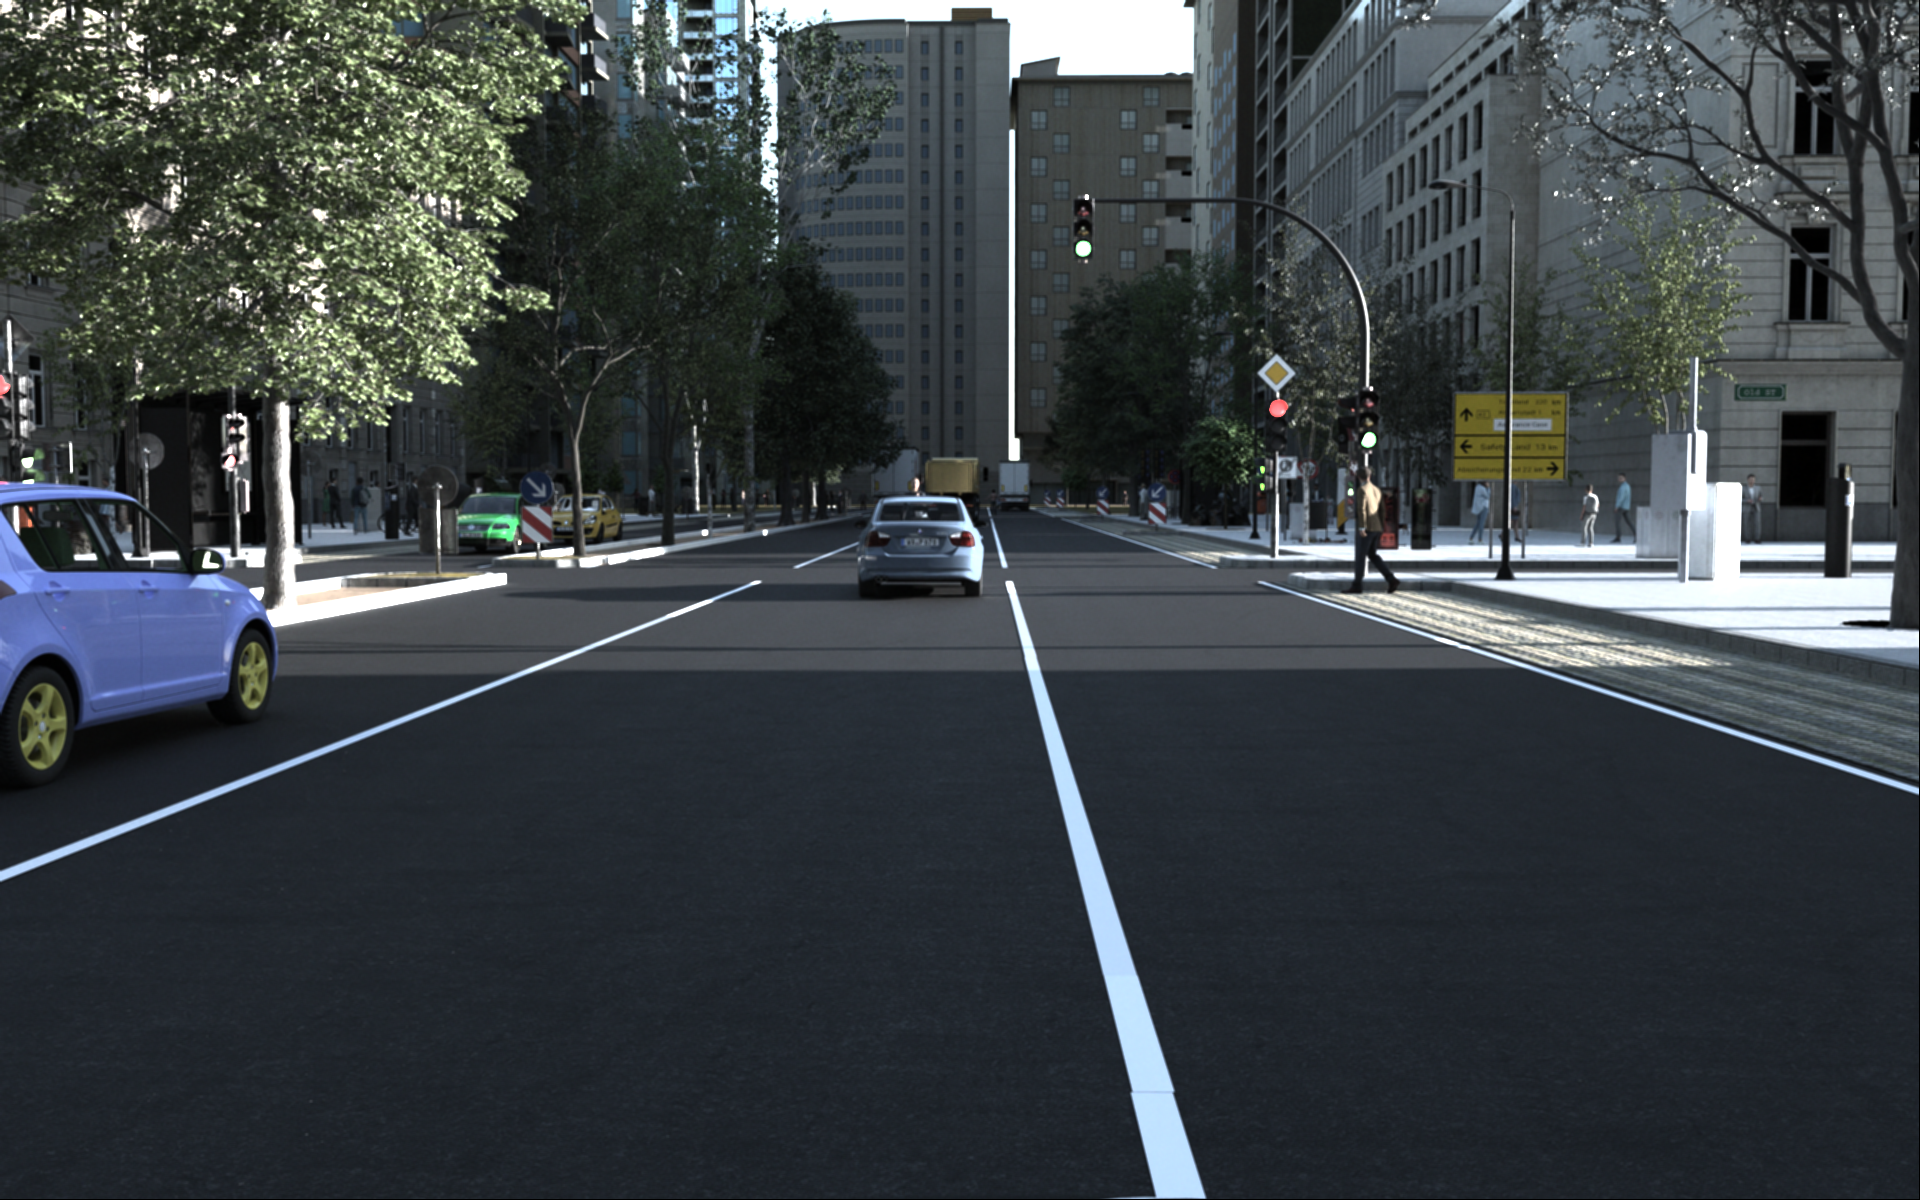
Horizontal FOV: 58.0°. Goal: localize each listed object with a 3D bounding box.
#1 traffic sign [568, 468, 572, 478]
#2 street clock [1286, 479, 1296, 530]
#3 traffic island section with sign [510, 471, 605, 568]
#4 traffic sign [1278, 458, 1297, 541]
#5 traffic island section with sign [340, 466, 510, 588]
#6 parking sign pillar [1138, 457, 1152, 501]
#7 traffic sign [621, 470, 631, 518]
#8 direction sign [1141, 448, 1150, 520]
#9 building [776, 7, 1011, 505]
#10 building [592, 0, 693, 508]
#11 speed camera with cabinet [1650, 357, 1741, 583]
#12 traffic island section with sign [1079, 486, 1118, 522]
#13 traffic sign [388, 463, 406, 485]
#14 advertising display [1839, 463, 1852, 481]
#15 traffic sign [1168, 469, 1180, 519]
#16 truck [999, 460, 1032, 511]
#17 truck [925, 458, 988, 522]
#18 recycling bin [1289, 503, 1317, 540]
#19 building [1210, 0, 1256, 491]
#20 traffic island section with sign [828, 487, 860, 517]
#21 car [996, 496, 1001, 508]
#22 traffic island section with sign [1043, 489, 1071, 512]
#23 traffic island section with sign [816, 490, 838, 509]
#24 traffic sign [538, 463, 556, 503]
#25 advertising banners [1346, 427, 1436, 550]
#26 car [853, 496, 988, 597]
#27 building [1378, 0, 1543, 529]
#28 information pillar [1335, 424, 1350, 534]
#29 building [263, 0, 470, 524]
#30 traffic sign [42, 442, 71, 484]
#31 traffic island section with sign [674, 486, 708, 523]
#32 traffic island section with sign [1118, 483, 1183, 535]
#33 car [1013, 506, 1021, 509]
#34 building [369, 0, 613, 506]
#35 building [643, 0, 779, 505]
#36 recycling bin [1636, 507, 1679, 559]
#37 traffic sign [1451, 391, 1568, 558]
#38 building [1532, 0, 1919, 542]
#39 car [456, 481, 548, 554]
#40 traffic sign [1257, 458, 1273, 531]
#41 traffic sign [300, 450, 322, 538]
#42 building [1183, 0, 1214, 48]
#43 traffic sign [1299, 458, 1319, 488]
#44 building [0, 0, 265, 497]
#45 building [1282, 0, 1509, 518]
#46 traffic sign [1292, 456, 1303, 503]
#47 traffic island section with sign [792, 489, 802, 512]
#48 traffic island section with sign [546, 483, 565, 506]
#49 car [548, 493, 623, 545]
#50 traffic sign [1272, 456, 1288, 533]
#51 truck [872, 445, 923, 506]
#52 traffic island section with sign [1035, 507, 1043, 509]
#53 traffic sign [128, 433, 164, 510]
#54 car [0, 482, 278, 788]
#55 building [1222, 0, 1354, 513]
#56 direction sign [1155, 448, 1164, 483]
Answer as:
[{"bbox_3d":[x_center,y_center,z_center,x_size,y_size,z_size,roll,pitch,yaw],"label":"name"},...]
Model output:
[{"bbox_3d":[-17.959,-4.949,81.015,0.768,2.556,0.104,0,4,3],"label":"traffic sign"},{"bbox_3d":[11.878,-3.530,62.288,0.358,2.002,0.471,-1,4,-14],"label":"street clock"},{"bbox_3d":[-8.307,-1.624,34.688,2.006,1.907,1.989,0,4,1],"label":"traffic island section with sign"},{"bbox_3d":[8.948,-2.783,47.629,0.606,2.300,0.079,0,4,7],"label":"traffic sign"},{"bbox_3d":[-8.420,-1.171,27.282,2.006,1.907,1.989,0,4,1],"label":"traffic island section with sign"},{"bbox_3d":[11.315,-7.327,108.275,1.447,3.967,1.447,3,4,36],"label":"parking sign pillar"},{"bbox_3d":[-18.205,-5.726,93.623,0.884,2.594,0.081,0,4,2],"label":"traffic sign"},{"bbox_3d":[9.104,-5.700,85.195,0.379,3.537,0.876,-1,4,-22],"label":"direction sign"},{"bbox_3d":[-7.996,-41.106,214.075,28.212,58.520,21.231,0,4,1],"label":"building"},{"bbox_3d":[-41.299,-33.246,163.184,30.456,49.044,23.786,0,4,1],"label":"building"},{"bbox_3d":[10.955,-1.922,25.753,0.660,3.252,2.038,3,5,44],"label":"speed camera with cabinet"},{"bbox_3d":[7.085,-4.849,87.910,1.989,1.847,2.006,0,4,1],"label":"traffic island section with sign"},{"bbox_3d":[-18.296,-3.313,56.299,0.606,2.300,0.079,1,4,9],"label":"traffic sign"},{"bbox_3d":[18.585,-1.908,36.409,0.123,1.923,0.974,2,4,34],"label":"advertising display"},{"bbox_3d":[11.057,-5.438,89.016,0.768,2.556,0.104,0,4,6],"label":"traffic sign"},{"bbox_3d":[4.729,-9.726,147.938,2.839,4.237,11.283,0,4,3],"label":"truck"},{"bbox_3d":[-0.309,-5.846,91.502,3.469,3.379,9.791,0,4,2],"label":"truck"},{"bbox_3d":[9.706,-2.231,49.036,0.722,1.027,0.722,0,4,5],"label":"recycling bin"},{"bbox_3d":[28.149,-29.941,139.651,14.600,45.320,14.200,0,4,1],"label":"building"},{"bbox_3d":[-7.265,-6.219,109.819,2.006,1.907,1.989,0,4,1],"label":"traffic island section with sign"},{"bbox_3d":[4.554,-10.071,176.655,2.014,1.417,4.499,0,4,0],"label":"car"},{"bbox_3d":[7.769,-7.825,136.568,1.989,1.847,2.006,0,4,1],"label":"traffic island section with sign"},{"bbox_3d":[-12.572,-9.494,163.850,1.989,1.847,2.006,0,4,1],"label":"traffic island section with sign"},{"bbox_3d":[-16.762,-4.295,70.335,0.768,2.556,0.104,1,4,9],"label":"traffic sign"},{"bbox_3d":[9.918,-2.677,39.963,2.074,3.025,0.090,1,4,9],"label":"advertising banners"},{"bbox_3d":[-0.581,-0.824,25.479,2.014,1.417,4.499,0,4,-1],"label":"car"},{"bbox_3d":[24.461,-13.248,71.349,10.420,20.320,16.860,0,4,1],"label":"building"},{"bbox_3d":[12.203,-3.892,54.992,0.183,3.616,0.504,-3,5,-41],"label":"information pillar"},{"bbox_3d":[-33.233,-17.516,83.655,12.463,27.353,25.104,0,4,1],"label":"building"},{"bbox_3d":[-17.822,-1.961,34.187,0.606,2.300,0.079,0,4,6],"label":"traffic sign"},{"bbox_3d":[-13.655,-4.773,86.670,1.989,1.847,2.006,0,4,1],"label":"traffic island section with sign"},{"bbox_3d":[6.699,-3.171,60.480,1.989,1.847,2.006,0,4,1],"label":"traffic island section with sign"},{"bbox_3d":[5.033,-9.234,160.768,2.009,1.686,4.222,0,4,0],"label":"car"},{"bbox_3d":[-37.906,-28.794,125.408,22.147,44.769,28.867,0,4,1],"label":"building"},{"bbox_3d":[-37.638,-55.174,214.768,31.000,86.520,22.319,0,4,1],"label":"building"},{"bbox_3d":[13.982,-1.347,34.574,0.722,1.027,0.722,0,4,0],"label":"recycling bin"},{"bbox_3d":[10.907,-2.481,34.437,2.265,3.308,0.079,0,4,1],"label":"traffic sign"},{"bbox_3d":[41.854,-16.922,53.094,44.131,29.872,17.030,0,4,1],"label":"building"},{"bbox_3d":[-11.405,-2.068,42.614,1.959,1.807,4.718,0,4,0],"label":"car"},{"bbox_3d":[10.671,-3.668,60.075,0.768,2.556,0.104,0,4,6],"label":"traffic sign"},{"bbox_3d":[-18.820,-3.055,50.054,0.768,2.556,0.104,0,4,3],"label":"traffic sign"},{"bbox_3d":[36.356,-34.916,160.120,28.713,52.752,27.495,0,4,1],"label":"building"},{"bbox_3d":[12.339,-3.755,61.492,0.768,2.556,0.104,0,4,7],"label":"traffic sign"},{"bbox_3d":[-33.885,-15.952,58.083,12.463,27.353,25.104,0,4,1],"label":"building"},{"bbox_3d":[25.773,-19.397,94.632,11.434,29.767,29.804,0,4,1],"label":"building"},{"bbox_3d":[11.269,-3.586,58.639,0.884,2.594,0.081,0,4,3],"label":"traffic sign"},{"bbox_3d":[-12.954,-7.843,136.866,1.989,1.847,2.006,0,4,1],"label":"traffic island section with sign"},{"bbox_3d":[-14.031,-3.125,59.718,1.989,1.847,2.006,0,4,1],"label":"traffic island section with sign"},{"bbox_3d":[-10.988,-2.453,50.327,2.015,1.641,3.980,0,4,1],"label":"car"},{"bbox_3d":[10.700,-3.506,57.425,0.768,2.556,0.104,1,4,9],"label":"traffic sign"},{"bbox_3d":[-3.795,-7.102,105.038,2.839,4.237,11.283,0,4,0],"label":"truck"},{"bbox_3d":[8.149,-9.522,164.304,1.989,1.847,2.006,0,4,1],"label":"traffic island section with sign"},{"bbox_3d":[-16.963,-2.201,36.099,0.768,2.556,0.104,0,4,2],"label":"traffic sign"},{"bbox_3d":[-5.281,-0.011,9.764,1.945,1.707,3.694,0,4,1],"label":"car"},{"bbox_3d":[30.354,-41.786,121.456,20.563,71.187,20.611,0,4,1],"label":"building"},{"bbox_3d":[9.837,-5.731,85.696,0.379,3.537,0.876,-2,4,-26],"label":"direction sign"}]
